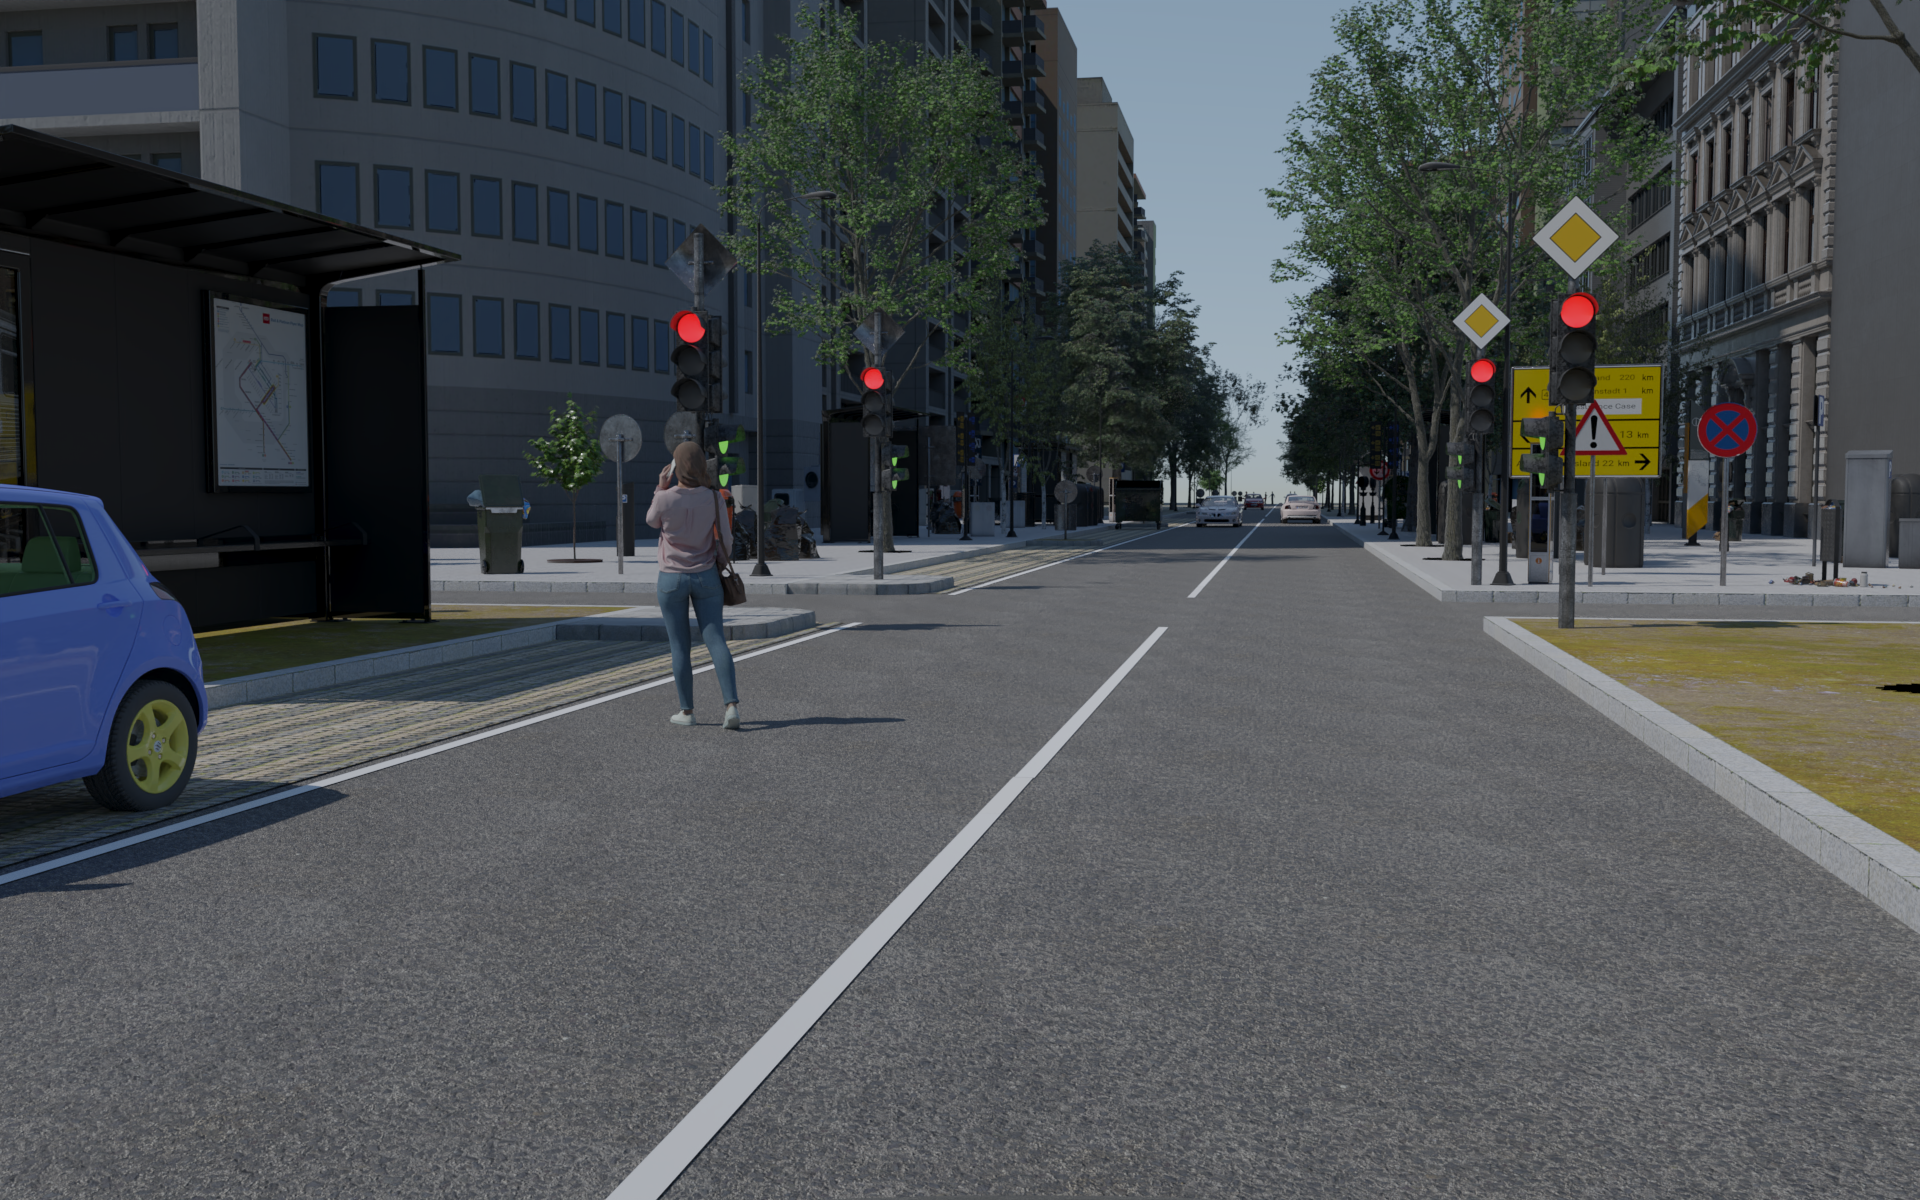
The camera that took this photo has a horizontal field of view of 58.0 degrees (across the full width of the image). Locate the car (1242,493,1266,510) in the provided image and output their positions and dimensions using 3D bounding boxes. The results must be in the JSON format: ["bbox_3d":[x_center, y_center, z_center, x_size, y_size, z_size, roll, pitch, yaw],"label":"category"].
[{"bbox_3d":[26.537,-9.014,156.412,2.155,1.783,4.494,1,4,9],"label":"car"}]

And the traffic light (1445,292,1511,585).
[{"bbox_3d":[7.261,-2.164,24.301,0.839,4.253,0.868,1,4,11],"label":"traffic light"}]

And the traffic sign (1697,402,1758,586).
[{"bbox_3d":[10.653,-1.468,24.108,0.768,2.556,0.104,1,4,20],"label":"traffic sign"}]

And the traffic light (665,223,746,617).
[{"bbox_3d":[-2.685,-1.780,18.029,0.839,4.253,0.868,1,4,11],"label":"traffic light"}]

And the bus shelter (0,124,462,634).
[{"bbox_3d":[-6.300,-1.405,14.254,1.731,3.624,6.357,1,4,11],"label":"bus shelter"}]

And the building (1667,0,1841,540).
[{"bbox_3d":[30.343,-13.869,55.643,11.050,23.489,19.941,1,4,11],"label":"building"}]

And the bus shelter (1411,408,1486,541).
[{"bbox_3d":[14.111,-3.606,50.239,1.731,3.624,6.357,1,4,11],"label":"bus shelter"}]

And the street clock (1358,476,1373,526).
[{"bbox_3d":[16.244,-3.988,69.775,0.358,2.002,0.471,-1,4,-21],"label":"street clock"}]

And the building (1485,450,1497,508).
[{"bbox_3d":[53.200,-50.651,140.821,22.319,86.520,31.000,1,4,11],"label":"building"}]

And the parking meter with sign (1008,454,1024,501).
[{"bbox_3d":[2.335,-4.800,74.745,0.543,3.016,1.738,1,4,15],"label":"parking meter with sign"}]

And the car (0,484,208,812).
[{"bbox_3d":[-4.678,0.176,6.710,1.945,1.707,3.694,1,4,11],"label":"car"}]

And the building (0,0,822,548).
[{"bbox_3d":[-18.145,-31.229,52.597,21.231,58.520,28.212,1,4,11],"label":"building"}]

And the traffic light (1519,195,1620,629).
[{"bbox_3d":[5.780,-1.684,16.454,0.839,4.253,0.868,1,4,11],"label":"traffic light"}]

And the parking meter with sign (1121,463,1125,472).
[{"bbox_3d":[9.075,-6.126,96.424,0.543,3.016,1.738,1,4,18],"label":"parking meter with sign"}]

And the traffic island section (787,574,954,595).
[{"bbox_3d":[-1.242,-0.229,26.018,2.009,0.180,2.903,1,4,11],"label":"traffic island section"}]

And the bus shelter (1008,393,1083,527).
[{"bbox_3d":[3.470,-5.728,71.284,2.179,5.291,8.768,1,4,10],"label":"bus shelter"}]

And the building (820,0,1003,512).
[{"bbox_3d":[-7.979,-41.300,113.507,20.563,71.187,20.611,1,4,11],"label":"building"}]

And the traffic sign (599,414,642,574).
[{"bbox_3d":[-5.431,-1.685,27.656,0.768,2.556,0.104,1,4,18],"label":"traffic sign"}]

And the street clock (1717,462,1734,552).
[{"bbox_3d":[17.068,-2.083,38.629,0.358,2.002,0.471,2,4,31],"label":"street clock"}]

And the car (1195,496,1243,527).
[{"bbox_3d":[11.442,-3.909,76.280,2.083,1.381,4.827,1,4,12],"label":"car"}]

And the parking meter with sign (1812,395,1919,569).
[{"bbox_3d":[15.790,-2.069,30.087,1.738,3.016,0.543,2,4,35],"label":"parking meter with sign"}]

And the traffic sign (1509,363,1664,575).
[{"bbox_3d":[9.880,-2.051,27.413,2.265,3.308,0.079,1,4,18],"label":"traffic sign"}]

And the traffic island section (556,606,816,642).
[{"bbox_3d":[-2.723,0.251,18.170,2.009,0.180,2.903,1,4,11],"label":"traffic island section"}]

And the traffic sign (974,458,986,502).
[{"bbox_3d":[0.542,-3.713,60.816,0.768,2.556,0.104,1,4,18],"label":"traffic sign"}]

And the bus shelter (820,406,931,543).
[{"bbox_3d":[-2.263,-3.472,48.049,1.731,3.624,6.357,1,4,11],"label":"bus shelter"}]

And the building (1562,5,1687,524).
[{"bbox_3d":[37.303,-15.956,79.940,14.314,24.678,30.058,1,4,11],"label":"building"}]

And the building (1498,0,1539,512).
[{"bbox_3d":[45.247,-28.756,120.274,14.600,45.320,14.200,1,4,11],"label":"building"}]

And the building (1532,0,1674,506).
[{"bbox_3d":[42.525,-25.869,106.546,14.154,41.232,14.086,1,4,11],"label":"building"}]

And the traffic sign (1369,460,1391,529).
[{"bbox_3d":[15.554,-3.919,64.190,0.768,2.556,0.104,1,4,18],"label":"traffic sign"}]

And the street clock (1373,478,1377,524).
[{"bbox_3d":[17.862,-4.305,74.951,0.358,2.002,0.471,1,4,21],"label":"street clock"}]

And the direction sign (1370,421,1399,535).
[{"bbox_3d":[13.207,-3.789,53.943,0.876,3.537,0.379,1,4,8],"label":"direction sign"}]

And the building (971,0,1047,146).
[{"bbox_3d":[-5.110,-29.619,138.901,22.147,44.769,28.867,1,4,11],"label":"building"}]

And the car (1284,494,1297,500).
[{"bbox_3d":[43.719,-13.405,228.216,2.155,1.783,4.494,1,4,11],"label":"car"}]

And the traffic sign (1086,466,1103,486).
[{"bbox_3d":[6.000,-4.727,77.397,0.768,2.556,0.104,1,4,17],"label":"traffic sign"}]

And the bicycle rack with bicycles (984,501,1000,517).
[{"bbox_3d":[2.117,-4.796,91.789,2.852,0.926,2.925,-1,4,-20],"label":"bicycle rack with bicycles"}]

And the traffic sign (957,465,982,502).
[{"bbox_3d":[0.319,-3.666,59.941,0.884,2.594,0.081,1,4,13],"label":"traffic sign"}]

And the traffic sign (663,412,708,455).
[{"bbox_3d":[-4.108,-1.587,26.047,0.768,2.556,0.104,1,4,13],"label":"traffic sign"}]

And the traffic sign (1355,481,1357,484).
[{"bbox_3d":[21.426,-5.626,91.992,0.884,2.594,0.081,1,4,17],"label":"traffic sign"}]

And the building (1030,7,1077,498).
[{"bbox_3d":[2.991,-31.139,159.233,14.600,45.320,14.200,1,4,11],"label":"building"}]

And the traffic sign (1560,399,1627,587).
[{"bbox_3d":[8.716,-1.460,23.880,0.884,2.594,0.081,1,4,11],"label":"traffic sign"}]

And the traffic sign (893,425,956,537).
[{"bbox_3d":[-1.246,-3.531,51.597,2.265,3.308,0.079,1,4,11],"label":"traffic sign"}]

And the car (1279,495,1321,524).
[{"bbox_3d":[16.674,-4.434,84.858,2.083,1.381,4.827,1,4,9],"label":"car"}]

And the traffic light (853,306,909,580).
[{"bbox_3d":[-1.205,-2.260,25.876,0.839,4.253,0.868,1,4,11],"label":"traffic light"}]

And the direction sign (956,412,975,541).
[{"bbox_3d":[0.162,-3.419,47.898,0.379,3.537,0.876,2,4,35],"label":"direction sign"}]

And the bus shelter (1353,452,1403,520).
[{"bbox_3d":[19.635,-5.365,81.638,2.014,3.302,5.546,1,4,11],"label":"bus shelter"}]

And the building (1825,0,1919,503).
[{"bbox_3d":[33.857,-14.900,37.117,24.014,27.812,14.314,1,4,11],"label":"building"}]
